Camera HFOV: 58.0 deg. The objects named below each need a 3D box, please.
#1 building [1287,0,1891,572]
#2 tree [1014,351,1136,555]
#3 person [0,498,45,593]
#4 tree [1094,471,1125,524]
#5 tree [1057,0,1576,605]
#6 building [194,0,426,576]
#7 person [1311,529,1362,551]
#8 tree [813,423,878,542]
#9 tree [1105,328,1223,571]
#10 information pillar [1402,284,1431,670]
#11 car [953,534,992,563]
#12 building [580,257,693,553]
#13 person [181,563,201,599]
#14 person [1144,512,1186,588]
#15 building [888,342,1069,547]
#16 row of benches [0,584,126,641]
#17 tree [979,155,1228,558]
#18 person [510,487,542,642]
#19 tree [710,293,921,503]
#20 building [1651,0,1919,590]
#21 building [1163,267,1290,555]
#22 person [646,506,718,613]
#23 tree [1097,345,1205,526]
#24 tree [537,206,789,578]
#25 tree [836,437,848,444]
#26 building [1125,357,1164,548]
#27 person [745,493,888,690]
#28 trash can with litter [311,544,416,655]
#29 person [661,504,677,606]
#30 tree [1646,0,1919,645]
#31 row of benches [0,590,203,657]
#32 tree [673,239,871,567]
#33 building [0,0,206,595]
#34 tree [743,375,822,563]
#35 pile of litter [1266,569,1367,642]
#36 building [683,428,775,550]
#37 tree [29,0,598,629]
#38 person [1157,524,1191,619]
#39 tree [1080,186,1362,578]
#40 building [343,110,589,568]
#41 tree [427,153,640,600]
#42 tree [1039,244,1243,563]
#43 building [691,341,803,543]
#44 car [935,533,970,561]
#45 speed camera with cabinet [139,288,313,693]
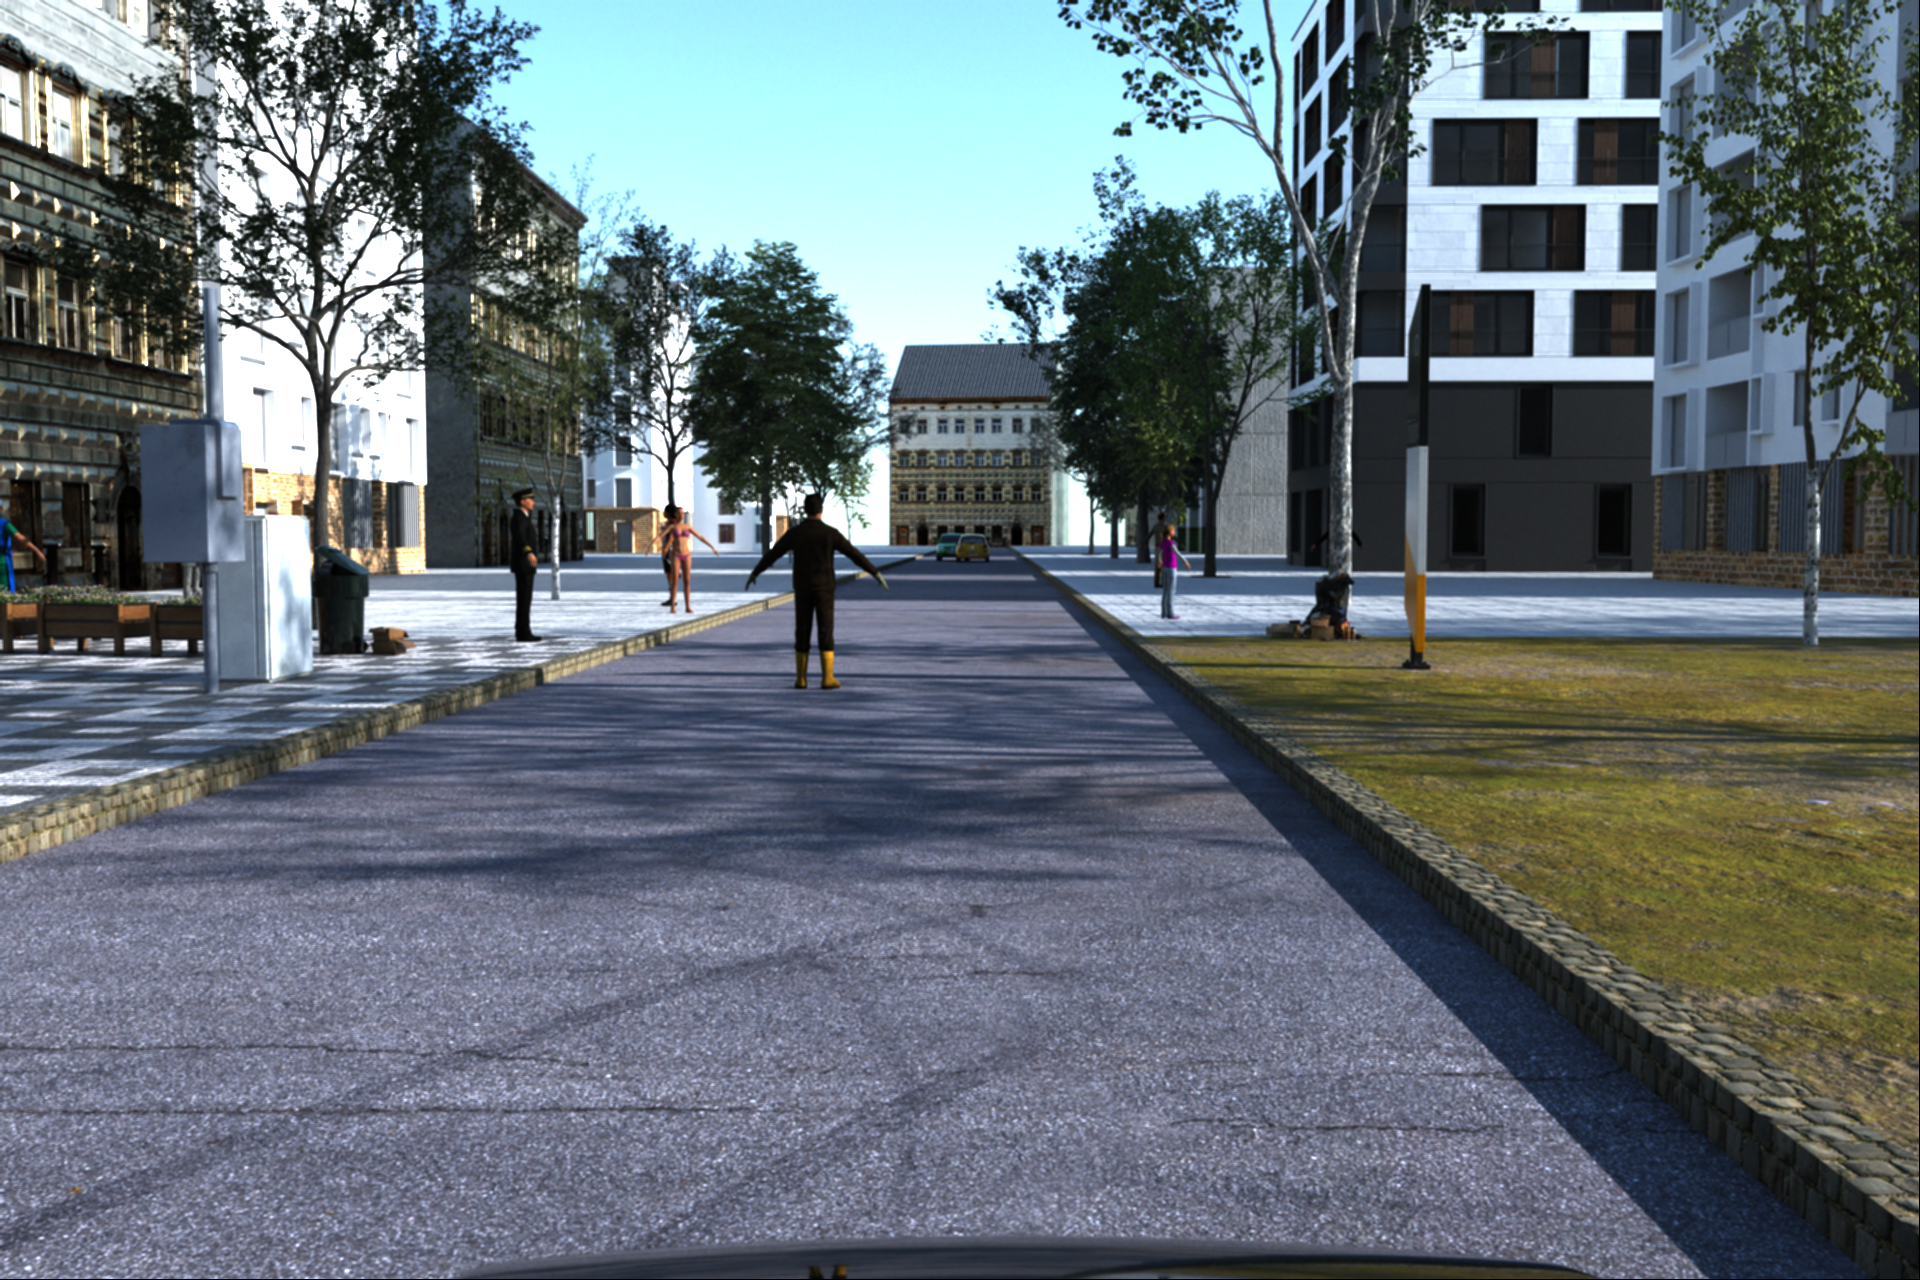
[{"bbox_3d":[27.652,-14.062,73.896,27.936,21.610,32.646,0,4,1],"label":"building"},{"bbox_3d":[8.209,-11.962,105.949,12.009,13.543,11.850,0,3,0],"label":"tree"},{"bbox_3d":[-13.838,-1.150,24.925,1.347,1.817,0.704,1,4,9],"label":"person"},{"bbox_3d":[19.529,-17.669,195.539,9.857,13.997,8.962,0,3,0],"label":"tree"},{"bbox_3d":[6.227,-10.773,32.029,12.611,20.169,13.585,0,3,0],"label":"tree"},{"bbox_3d":[-23.109,-11.520,44.765,16.016,20.090,11.380,0,4,1],"label":"building"},{"bbox_3d":[8.602,-2.028,39.345,1.347,1.806,0.705,-1,4,-20],"label":"person"},{"bbox_3d":[-6.757,-9.443,104.756,4.737,8.622,4.395,0,3,0],"label":"tree"},{"bbox_3d":[7.339,-6.729,60.387,4.737,8.622,4.395,0,3,0],"label":"tree"},{"bbox_3d":[4.362,-1.540,16.527,0.183,3.616,0.504,0,4,1],"label":"information pillar"},{"bbox_3d":[0.657,-4.799,88.687,2.015,1.641,3.980,0,4,1],"label":"car"},{"bbox_3d":[-25.736,-16.090,119.496,16.016,20.090,11.380,0,4,2],"label":"building"},{"bbox_3d":[-15.196,-1.719,34.291,0.705,1.806,1.347,1,4,21],"label":"person"},{"bbox_3d":[4.839,-2.150,41.425,0.705,1.796,1.348,-3,4,-39],"label":"person"},{"bbox_3d":[2.591,-22.340,198.646,18.063,23.208,19.493,1,4,10],"label":"building"},{"bbox_3d":[-12.218,-0.358,21.312,4.104,0.672,1.422,0,4,6],"label":"row of benches"},{"bbox_3d":[7.291,-14.287,89.481,12.611,20.169,13.585,0,3,0],"label":"tree"},{"bbox_3d":[-5.184,-0.904,20.714,0.705,1.837,1.347,-1,4,-14],"label":"person"},{"bbox_3d":[-7.105,-10.829,87.426,12.009,13.543,11.850,0,3,0],"label":"tree"},{"bbox_3d":[24.442,-11.614,46.310,16.016,20.090,11.380,0,4,1],"label":"building"},{"bbox_3d":[24.574,-15.704,123.216,16.747,18.905,31.486,0,4,1],"label":"building"},{"bbox_3d":[-4.517,-1.304,28.116,1.217,1.733,0.721,-2,4,-26],"label":"person"},{"bbox_3d":[7.944,-7.086,66.222,4.360,8.622,3.978,0,3,0],"label":"tree"},{"bbox_3d":[-8.622,-7.080,50.174,7.601,10.594,8.767,-1,4,-23],"label":"tree"},{"bbox_3d":[-18.584,-20.959,198.574,12.611,20.169,13.585,0,3,0],"label":"tree"},{"bbox_3d":[26.320,-20.799,170.986,19.493,23.208,18.063,0,4,1],"label":"building"},{"bbox_3d":[-1.344,-0.455,16.042,1.346,1.812,0.704,0,4,6],"label":"person"},{"bbox_3d":[-6.380,-0.438,18.547,1.055,1.170,0.624,0,4,2],"label":"trash can with litter"},{"bbox_3d":[-5.209,-1.521,31.005,0.704,1.843,1.345,-1,4,-9],"label":"person"},{"bbox_3d":[9.996,-4.234,19.590,4.737,8.622,4.395,0,3,0],"label":"tree"},{"bbox_3d":[-9.328,-0.194,18.640,4.104,0.672,1.422,1,4,16],"label":"row of benches"},{"bbox_3d":[-7.292,-9.089,66.731,7.486,12.596,7.792,0,3,0],"label":"tree"},{"bbox_3d":[-27.373,-12.304,32.093,19.493,23.208,18.063,0,3,0],"label":"building"},{"bbox_3d":[-7.581,-7.659,75.595,4.737,8.622,4.395,0,3,0],"label":"tree"},{"bbox_3d":[4.412,-0.459,21.468,1.176,0.858,1.719,0,4,0],"label":"pile of litter"},{"bbox_3d":[-20.433,-12.725,150.199,9.099,9.664,28.070,0,4,1],"label":"building"},{"bbox_3d":[-8.349,-5.430,23.188,7.601,10.594,8.767,-3,5,-40],"label":"tree"},{"bbox_3d":[3.212,-1.033,26.160,0.599,1.433,0.991,-1,4,-20],"label":"person"},{"bbox_3d":[7.578,-7.667,51.110,9.928,11.665,9.643,0,3,0],"label":"tree"},{"bbox_3d":[-27.526,-14.877,74.175,19.493,23.208,18.063,0,3,0],"label":"building"},{"bbox_3d":[-7.759,-5.071,33.278,4.360,8.622,3.978,0,3,0],"label":"tree"},{"bbox_3d":[8.158,-10.371,76.213,9.857,13.997,8.962,0,3,0],"label":"tree"},{"bbox_3d":[-21.629,-19.070,168.213,16.016,20.090,11.380,0,4,1],"label":"building"},{"bbox_3d":[-0.355,-5.166,93.254,1.959,1.807,4.718,0,4,1],"label":"car"},{"bbox_3d":[-6.209,-1.247,14.731,0.660,3.252,2.038,0,4,1],"label":"speed camera with cabinet"}]
